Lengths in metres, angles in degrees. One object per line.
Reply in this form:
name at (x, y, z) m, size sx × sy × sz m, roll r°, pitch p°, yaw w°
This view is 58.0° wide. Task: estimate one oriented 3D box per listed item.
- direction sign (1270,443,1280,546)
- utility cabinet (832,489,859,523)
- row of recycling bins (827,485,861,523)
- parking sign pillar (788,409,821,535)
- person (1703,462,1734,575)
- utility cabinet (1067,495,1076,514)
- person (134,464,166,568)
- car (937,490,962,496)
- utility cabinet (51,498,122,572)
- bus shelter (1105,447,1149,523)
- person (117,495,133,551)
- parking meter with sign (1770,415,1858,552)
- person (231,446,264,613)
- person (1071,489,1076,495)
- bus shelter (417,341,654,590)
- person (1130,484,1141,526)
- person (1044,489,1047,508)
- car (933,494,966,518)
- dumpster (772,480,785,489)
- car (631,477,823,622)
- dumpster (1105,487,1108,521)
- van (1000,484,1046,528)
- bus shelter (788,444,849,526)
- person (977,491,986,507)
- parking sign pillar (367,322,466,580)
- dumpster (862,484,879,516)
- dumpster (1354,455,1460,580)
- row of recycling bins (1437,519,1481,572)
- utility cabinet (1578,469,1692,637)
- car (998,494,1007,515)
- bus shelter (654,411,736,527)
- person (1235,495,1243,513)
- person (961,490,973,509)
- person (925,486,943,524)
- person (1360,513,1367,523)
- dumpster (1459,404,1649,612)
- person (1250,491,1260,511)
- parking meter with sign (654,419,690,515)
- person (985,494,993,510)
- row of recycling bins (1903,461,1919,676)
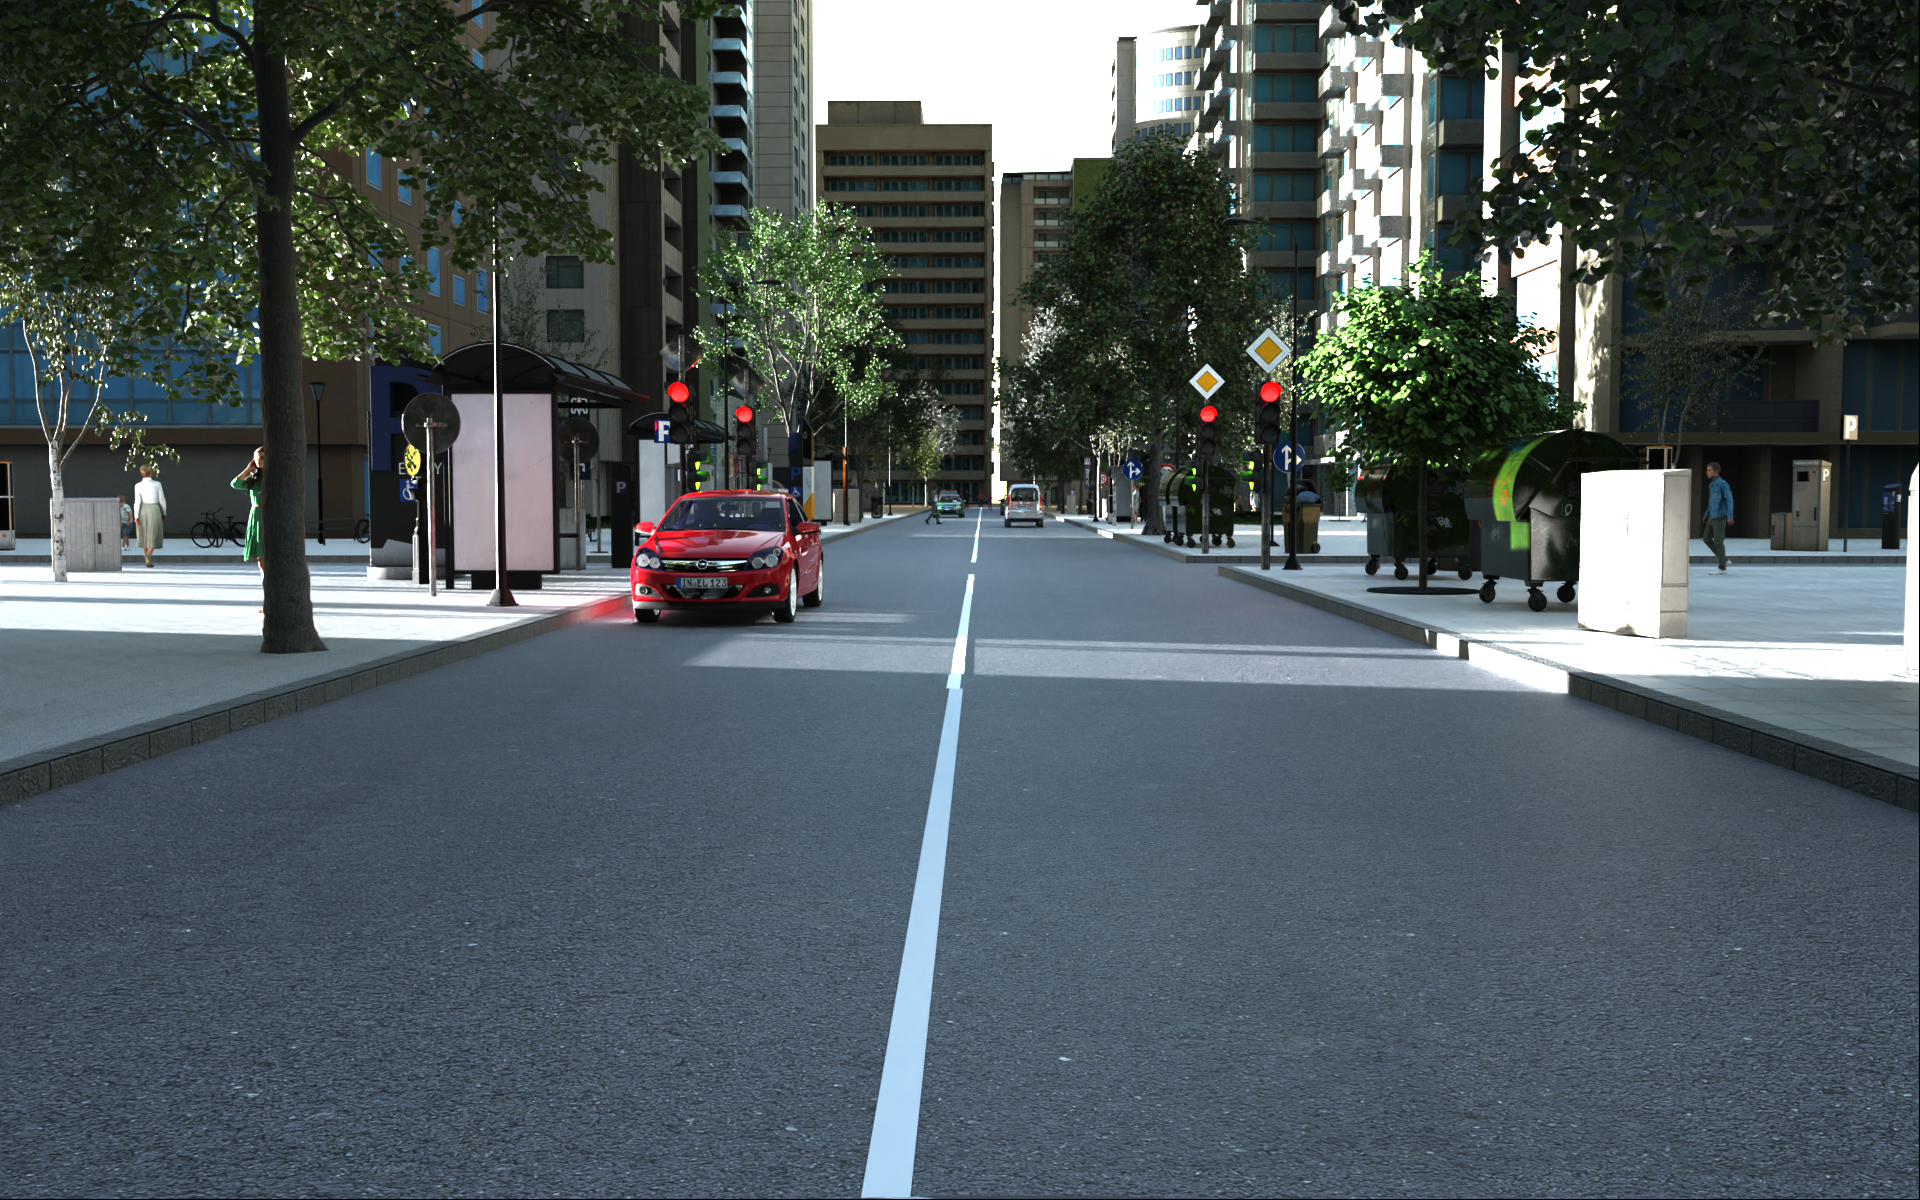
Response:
direction sign at (7.682, -3.090, 42.524) m, size 0.379 × 3.537 × 0.876 m, roll 0°, pitch 4°, yaw -3°
utility cabinet at (-5.049, -4.149, 76.509) m, size 1.173 × 1.500 × 0.318 m, roll -2°, pitch 4°, yaw -26°
row of recycling bins at (-5.282, -4.410, 79.213) m, size 1.069 × 1.692 × 3.534 m, roll -1°, pitch 4°, yaw -18°
parking sign pillar at (-5.081, -4.023, 54.246) m, size 1.447 × 3.967 × 1.447 m, roll 0°, pitch 4°, yaw -1°
person at (12.083, -1.295, 27.553) m, size 0.444 × 1.785 × 0.601 m, roll 1°, pitch 4°, yaw 9°
utility cabinet at (7.034, -6.009, 109.404) m, size 0.306 × 1.237 × 1.020 m, roll 1°, pitch 4°, yaw 21°
person at (-14.085, -1.456, 30.074) m, size 0.478 × 1.798 × 0.641 m, roll 0°, pitch 4°, yaw -7°
car at (-0.999, -8.803, 152.608) m, size 2.281 × 1.827 × 5.304 m, roll 0°, pitch 4°, yaw -1°
utility cabinet at (-14.457, -1.071, 28.669) m, size 1.020 × 1.237 × 0.306 m, roll -2°, pitch 4°, yaw -26°
bus shelter at (7.600, -5.084, 77.053) m, size 2.014 × 3.302 × 5.546 m, roll 0°, pitch 4°, yaw 1°
person at (-18.857, -1.737, 39.119) m, size 0.352 × 1.250 × 0.332 m, roll -1°, pitch 4°, yaw -13°
parking meter with sign at (19.143, -2.610, 38.934) m, size 0.543 × 3.016 × 1.738 m, roll -2°, pitch 4°, yaw -33°
person at (-7.455, -0.756, 18.644) m, size 0.600 × 1.795 × 0.529 m, roll 0°, pitch 3°, yaw 0°
person at (12.212, -10.993, 185.649) m, size 0.599 × 1.838 × 0.709 m, roll -3°, pitch 4°, yaw -36°
bus shelter at (-6.135, -1.945, 25.721) m, size 2.014 × 3.302 × 5.546 m, roll 0°, pitch 4°, yaw 1°
person at (7.153, -3.891, 70.671) m, size 0.522 × 1.701 × 0.512 m, roll -1°, pitch 4°, yaw -14°
person at (7.771, -9.279, 158.278) m, size 0.721 × 1.766 × 1.217 m, roll 0°, pitch 4°, yaw -2°
car at (-0.681, -5.753, 105.857) m, size 2.131 × 1.459 × 4.920 m, roll 0°, pitch 4°, yaw 2°
dumpster at (-7.672, -3.874, 69.100) m, size 1.264 × 1.857 × 1.865 m, roll 0°, pitch 4°, yaw 1°
car at (-2.699, -0.713, 20.691) m, size 2.155 × 1.783 × 4.494 m, roll 0°, pitch 4°, yaw 2°
dumpster at (7.454, -4.592, 80.830) m, size 1.264 × 1.857 × 1.865 m, roll 0°, pitch 4°, yaw 1°
van at (2.774, -4.194, 75.580) m, size 2.013 × 2.044 × 4.112 m, roll 0°, pitch 4°, yaw 1°
bus shelter at (-5.859, -4.786, 72.175) m, size 2.014 × 3.302 × 5.546 m, roll 0°, pitch 4°, yaw 1°
person at (2.309, -10.853, 186.659) m, size 1.217 × 1.743 × 0.721 m, roll 2°, pitch 4°, yaw 33°
parking sign pillar at (-8.315, -2.320, 26.409) m, size 1.447 × 3.967 × 1.447 m, roll 0°, pitch 4°, yaw 6°
dumpster at (-5.517, -5.991, 103.704) m, size 1.264 × 1.857 × 1.865 m, roll 0°, pitch 4°, yaw 1°
dumpster at (6.992, -1.469, 26.512) m, size 1.502 × 2.255 × 1.985 m, roll 0°, pitch 4°, yaw 1°
row of recycling bins at (9.801, -1.346, 29.115) m, size 3.534 × 1.692 × 1.069 m, roll 0°, pitch 4°, yaw -1°
utility cabinet at (6.127, -0.435, 15.795) m, size 0.318 × 1.500 × 1.173 m, roll -1°, pitch 4°, yaw -15°
car at (3.641, -6.459, 117.406) m, size 2.131 × 1.459 × 4.920 m, roll 0°, pitch 4°, yaw 1°
bus shelter at (-7.239, -3.136, 45.199) m, size 2.014 × 3.302 × 5.546 m, roll 0°, pitch 4°, yaw 1°
person at (12.817, -4.207, 79.494) m, size 0.373 × 1.253 × 0.362 m, roll 3°, pitch 4°, yaw 39°
person at (0.663, -9.949, 171.296) m, size 1.348 × 1.807 × 0.705 m, roll 0°, pitch 4°, yaw 6°
person at (-1.239, -4.496, 82.109) m, size 0.850 × 1.850 × 0.679 m, roll 0°, pitch 4°, yaw -1°
person at (18.265, -4.365, 77.288) m, size 0.818 × 1.842 × 0.514 m, roll 3°, pitch 5°, yaw 44°
dumpster at (6.706, -1.044, 19.562) m, size 1.502 × 2.255 × 1.985 m, roll 0°, pitch 4°, yaw 1°
person at (15.037, -5.009, 88.697) m, size 0.760 × 1.731 × 0.466 m, roll 2°, pitch 4°, yaw 26°
parking meter with sign at (-6.517, -2.667, 39.865) m, size 0.543 × 3.016 × 1.738 m, roll -2°, pitch 4°, yaw -27°
person at (2.657, -8.583, 152.048) m, size 0.991 × 1.433 × 0.599 m, roll 0°, pitch 4°, yaw -8°
row of recycling bins at (7.559, -0.238, 11.001) m, size 1.069 × 1.692 × 3.534 m, roll -1°, pitch 4°, yaw -15°
